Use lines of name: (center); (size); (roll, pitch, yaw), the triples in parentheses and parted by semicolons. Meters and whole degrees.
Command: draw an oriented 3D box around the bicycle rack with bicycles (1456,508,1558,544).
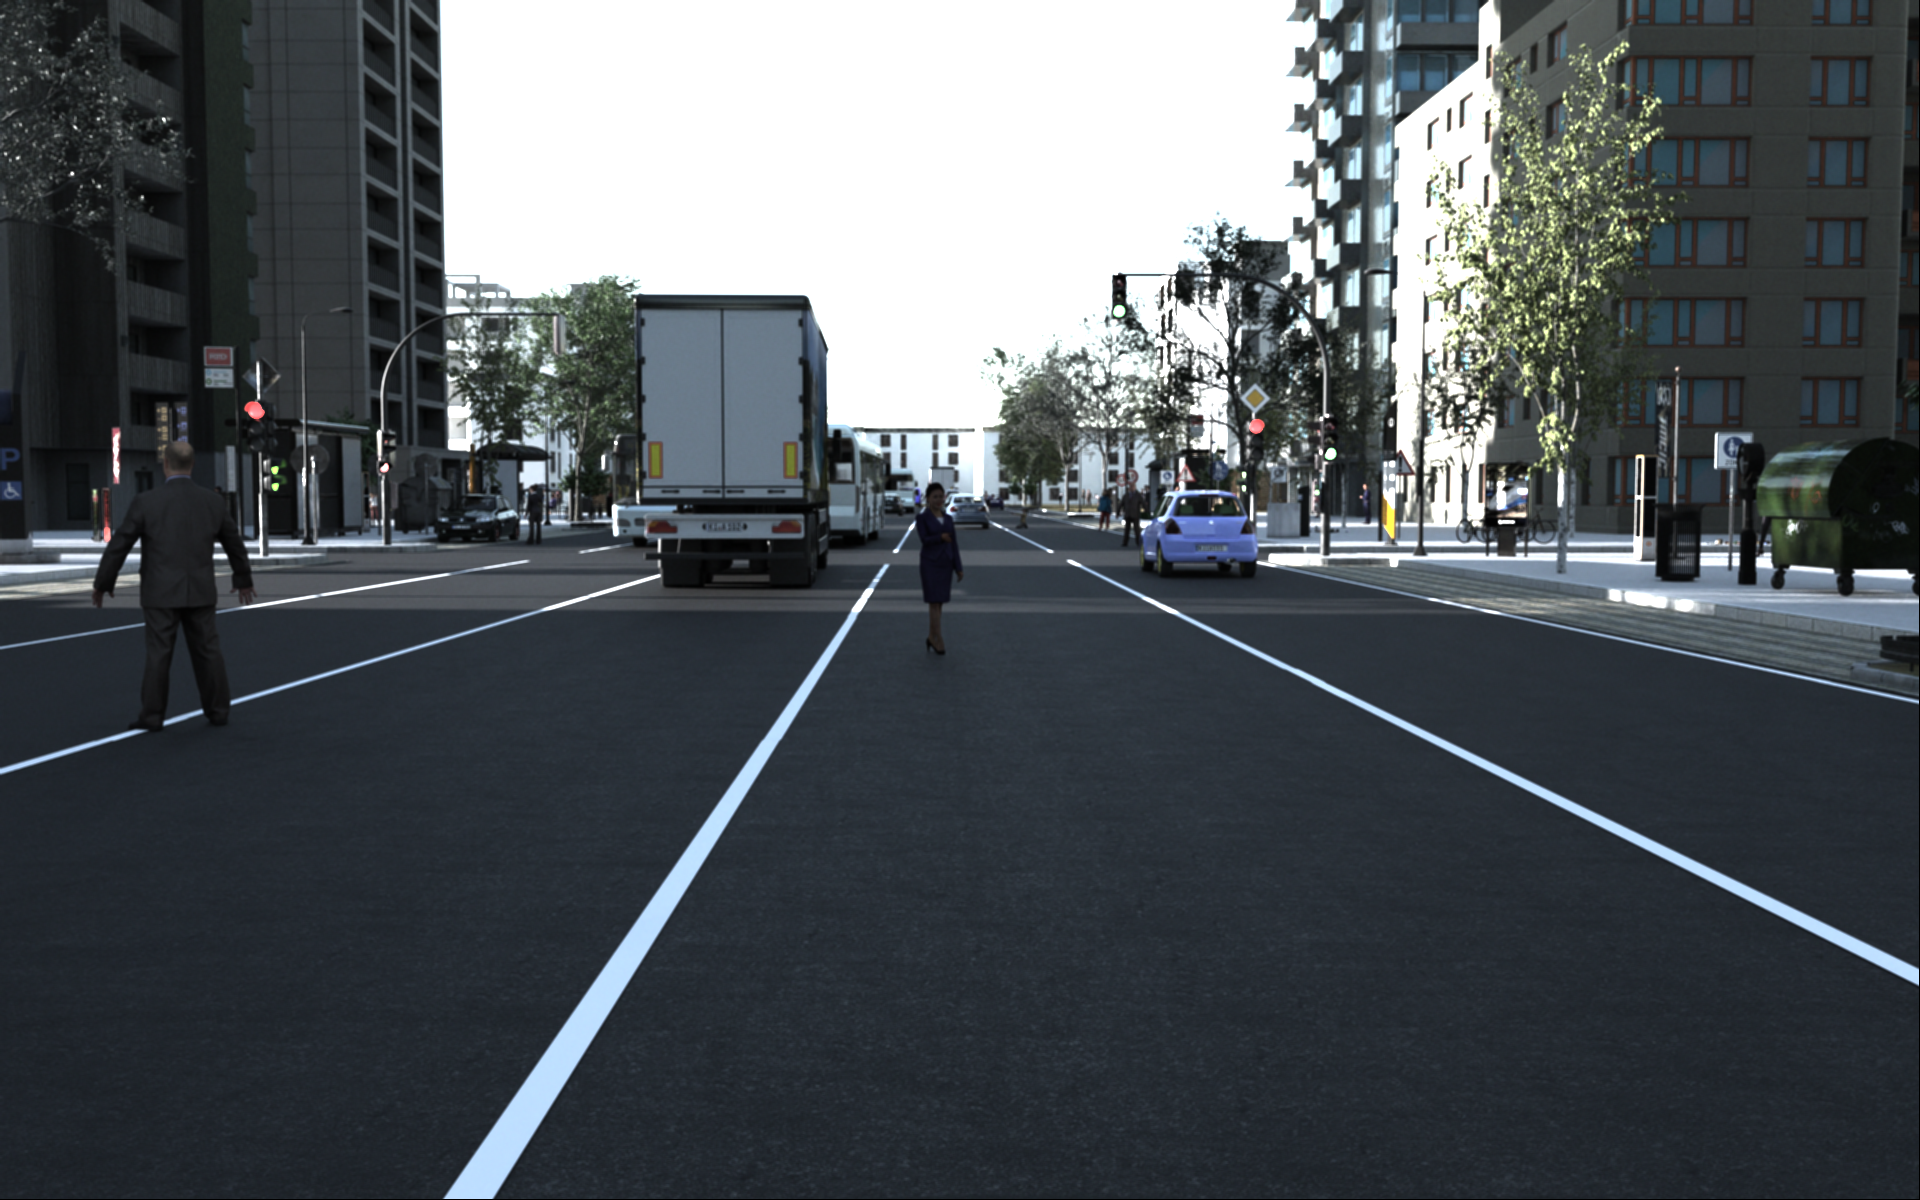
bicycle rack with bicycles: (14.303, -1.944, 45.159); (2.925, 0.926, 2.852); (-1, 4, -13)

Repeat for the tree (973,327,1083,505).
tree: (8.751, -20.780, 195.642); (12.611, 20.169, 13.585); (0, 3, 0)

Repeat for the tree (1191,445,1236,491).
tree: (10.216, -4.525, 68.592); (1.663, 3.219, 1.824); (0, 3, 0)

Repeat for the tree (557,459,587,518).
tree: (-20.995, -6.134, 94.898); (1.663, 3.219, 1.824); (0, 3, 0)

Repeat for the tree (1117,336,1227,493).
tree: (9.185, -7.784, 77.626); (4.360, 8.622, 3.978); (0, 3, 0)

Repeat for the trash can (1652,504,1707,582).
trash can: (10.593, -0.849, 25.534); (0.748, 1.137, 0.748); (0, 3, 0)

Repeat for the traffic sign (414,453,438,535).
traffic sign: (-16.734, -3.314, 54.290); (0.768, 2.556, 0.104); (0, 4, 0)

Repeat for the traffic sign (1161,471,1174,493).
traffic sign: (8.883, -4.407, 74.188); (0.606, 2.300, 0.079); (0, 4, 4)

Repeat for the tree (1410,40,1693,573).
tree: (9.507, -4.738, 27.821); (4.737, 8.622, 4.395); (0, 3, 0)

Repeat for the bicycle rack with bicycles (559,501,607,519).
bicycle rack with bicycles: (-19.518, -4.676, 89.832); (2.852, 0.926, 2.925); (0, 4, 1)

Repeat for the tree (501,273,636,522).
tree: (-17.643, -9.465, 80.515); (9.928, 11.665, 9.643); (0, 3, 0)

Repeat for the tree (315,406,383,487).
tree: (-22.792, -4.935, 64.406); (4.285, 4.588, 4.351); (0, 3, 0)

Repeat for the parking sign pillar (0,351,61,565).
parking sign pillar: (-17.488, -2.663, 32.012); (1.447, 3.967, 1.447); (-1, 4, -23)

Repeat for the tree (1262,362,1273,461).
tree: (16.337, -7.789, 77.720); (4.360, 8.622, 3.978); (0, 3, 0)

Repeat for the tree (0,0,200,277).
tree: (-16.506, -6.975, 24.417); (12.009, 13.543, 11.850); (0, 3, 0)

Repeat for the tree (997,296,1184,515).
tree: (8.845, -11.918, 105.223); (12.009, 13.543, 11.850); (0, 3, 0)

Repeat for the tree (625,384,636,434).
tree: (-18.128, -10.730, 109.847); (7.601, 10.594, 8.767); (-2, 4, -31)

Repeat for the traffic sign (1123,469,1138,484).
traffic sign: (8.812, -5.465, 89.459); (0.768, 2.556, 0.104); (0, 4, 3)

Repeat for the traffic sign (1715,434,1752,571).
traffic sign: (12.892, -1.639, 28.925); (0.606, 2.300, 0.079); (0, 4, 0)

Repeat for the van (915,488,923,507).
van: (-5.128, -11.178, 187.143); (2.240, 2.365, 5.245); (0, 3, 0)

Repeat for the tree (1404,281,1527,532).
tree: (17.349, -6.661, 59.263); (4.360, 8.622, 3.978); (0, 3, 0)

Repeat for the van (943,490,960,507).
van: (-0.712, -9.518, 162.622); (2.013, 2.044, 4.112); (0, 4, -2)

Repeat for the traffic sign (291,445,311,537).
traffic sign: (-16.946, -2.736, 44.843); (0.768, 2.556, 0.104); (0, 4, 1)

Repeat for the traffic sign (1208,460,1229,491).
traffic sign: (9.747, -3.992, 65.379); (0.768, 2.556, 0.104); (0, 4, 3)

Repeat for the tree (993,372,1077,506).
tree: (7.755, -16.723, 180.068); (9.857, 13.997, 8.962); (0, 3, 0)

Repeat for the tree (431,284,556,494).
tree: (-16.633, -6.813, 61.751); (4.737, 8.622, 4.395); (0, 3, 0)

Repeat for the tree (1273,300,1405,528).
tree: (14.662, -7.036, 65.401); (4.360, 8.622, 3.978); (0, 3, 0)

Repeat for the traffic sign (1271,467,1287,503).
traffic sign: (11.804, -3.797, 64.213); (0.606, 2.300, 0.079); (0, 4, 1)

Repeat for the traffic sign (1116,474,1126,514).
traffic sign: (10.413, -6.812, 111.474); (0.768, 2.556, 0.104); (0, 4, 7)

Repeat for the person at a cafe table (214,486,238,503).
person at a cafe table: (-22.998, -2.723, 53.044); (1.622, 1.524, 1.698); (0, 4, 4)

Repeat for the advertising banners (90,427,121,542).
advertising banners: (-22.689, -3.048, 46.023); (2.074, 3.025, 0.090); (3, 5, 44)

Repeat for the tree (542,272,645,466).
tree: (-17.780, -10.453, 89.034); (7.486, 12.596, 7.792); (0, 3, 0)

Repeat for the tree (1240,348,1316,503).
tree: (15.437, -8.248, 85.217); (4.737, 8.622, 4.395); (0, 3, 0)

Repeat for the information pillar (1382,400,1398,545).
information pillar: (10.778, -3.184, 43.406); (0.183, 3.616, 0.504); (-1, 4, -22)

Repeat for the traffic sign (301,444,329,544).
traffic sign: (-16.559, -2.713, 44.459); (0.768, 2.556, 0.104); (1, 4, 8)

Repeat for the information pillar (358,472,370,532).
information pillar: (-19.968, -3.270, 57.952); (0.304, 2.012, 0.304); (2, 4, 25)

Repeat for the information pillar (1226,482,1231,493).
information pillar: (10.786, -4.011, 70.074); (0.304, 2.012, 0.304); (0, 4, -5)

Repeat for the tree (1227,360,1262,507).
tree: (15.723, -8.667, 92.073); (4.360, 8.622, 3.978); (0, 3, 0)

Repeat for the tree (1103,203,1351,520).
tree: (9.052, -7.402, 55.434); (8.767, 10.594, 7.601); (-3, 5, -44)

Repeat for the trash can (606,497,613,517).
trash can: (-19.221, -5.140, 95.690); (0.748, 1.137, 0.748); (0, 3, 0)

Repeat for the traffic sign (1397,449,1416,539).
traffic sign: (12.622, -3.041, 49.725); (0.884, 2.594, 0.081); (0, 4, 0)

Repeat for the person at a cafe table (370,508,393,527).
person at a cafe table: (-23.180, -3.452, 67.298); (1.726, 1.238, 1.698); (1, 4, 11)

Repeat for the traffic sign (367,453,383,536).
traffic sign: (-17.918, -3.260, 53.405); (0.768, 2.556, 0.104); (0, 4, 5)

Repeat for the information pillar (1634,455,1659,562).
information pillar: (13.065, -1.742, 32.971); (0.304, 2.012, 0.304); (0, 4, -3)

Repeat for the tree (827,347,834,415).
tree: (-20.181, -20.658, 193.644); (12.611, 20.169, 13.585); (0, 3, 0)

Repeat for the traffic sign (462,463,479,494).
traffic sign: (-19.979, -4.310, 70.577); (0.768, 2.556, 0.104); (0, 4, 8)

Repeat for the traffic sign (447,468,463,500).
traffic sign: (-19.437, -3.948, 66.676); (0.606, 2.300, 0.079); (0, 4, 6)

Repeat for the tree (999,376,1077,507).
tree: (7.636, -15.210, 166.803); (7.486, 12.596, 7.792); (0, 3, 0)

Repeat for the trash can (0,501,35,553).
trash can: (-18.498, -1.360, 33.885); (0.748, 1.137, 0.748); (0, 3, 0)

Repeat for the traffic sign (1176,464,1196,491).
traffic sign: (9.723, -4.562, 74.595); (0.884, 2.594, 0.081); (0, 4, 6)
